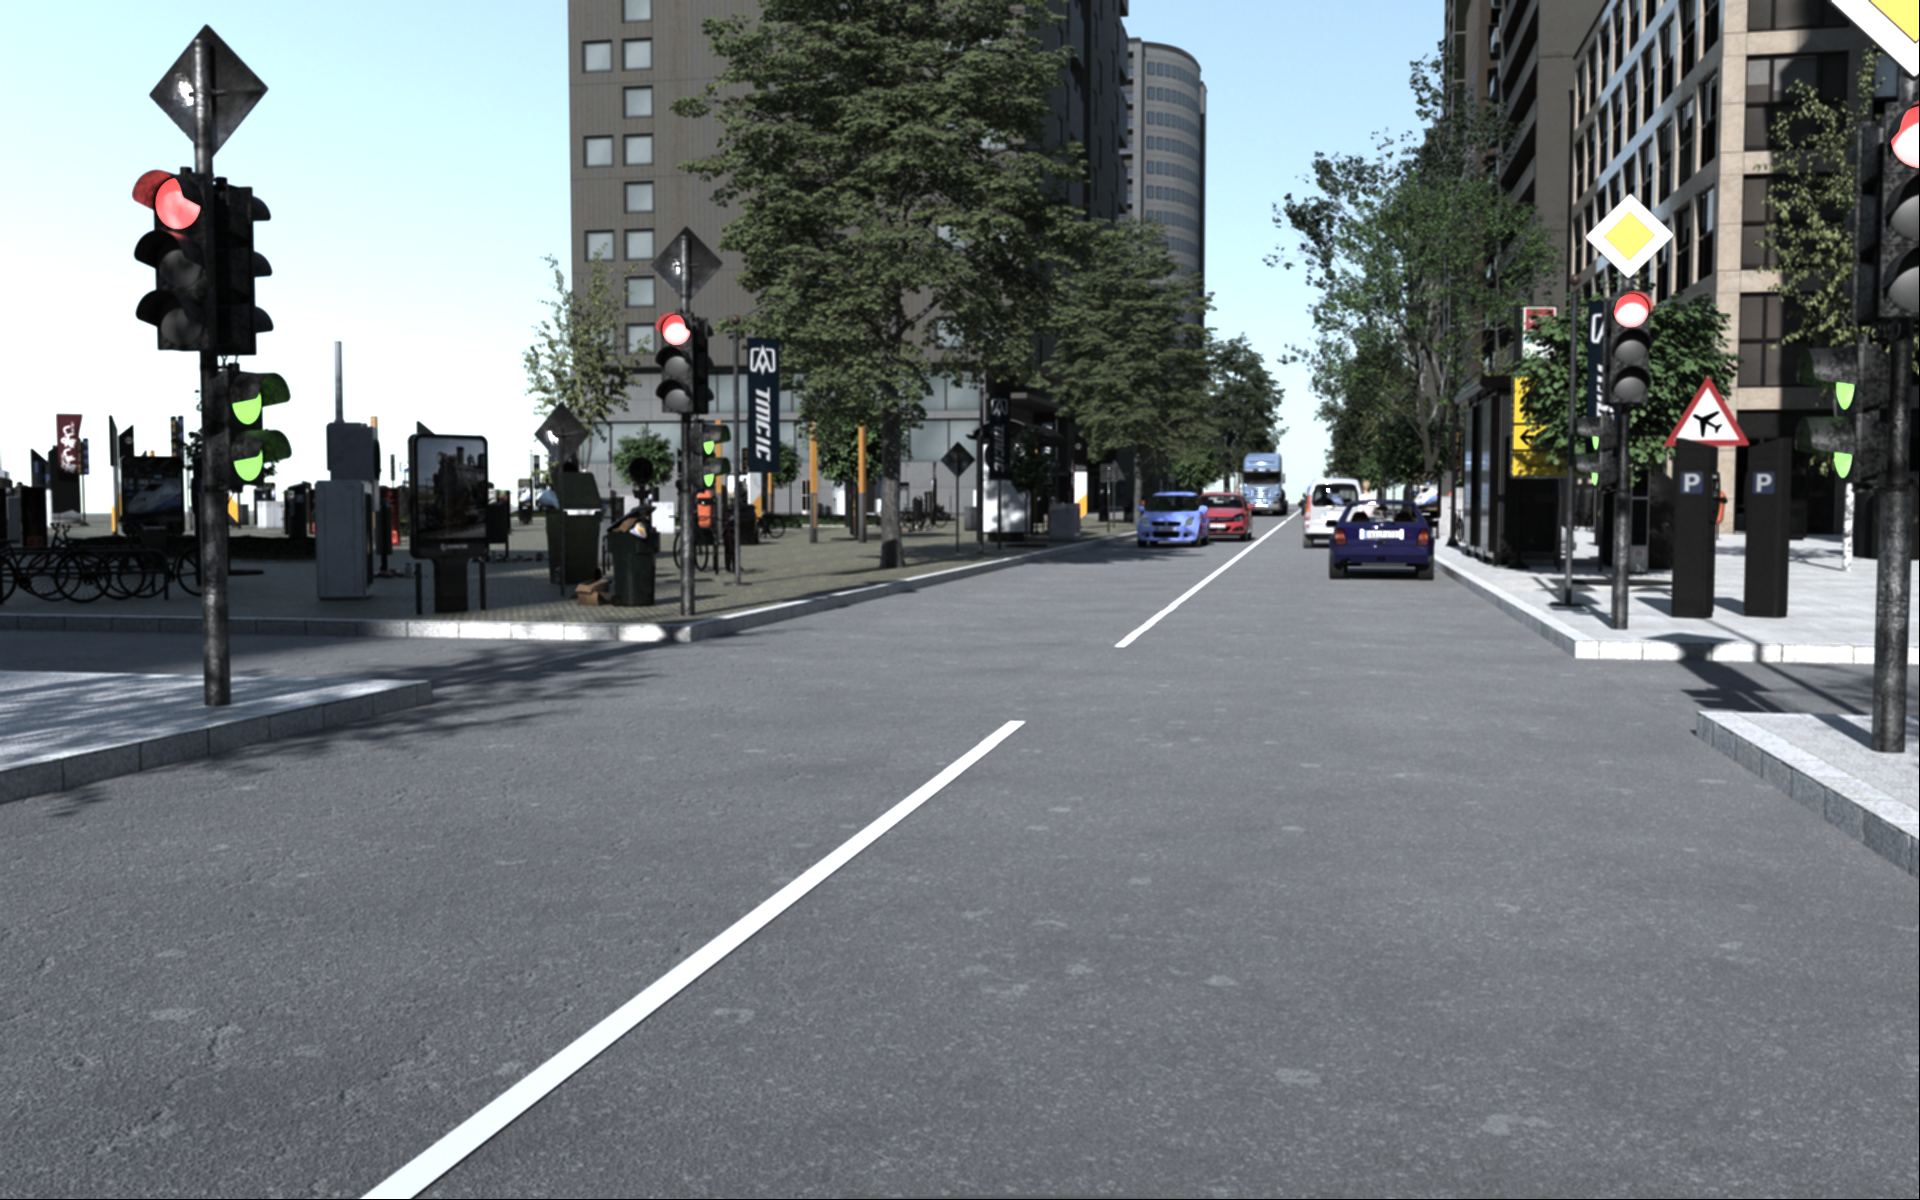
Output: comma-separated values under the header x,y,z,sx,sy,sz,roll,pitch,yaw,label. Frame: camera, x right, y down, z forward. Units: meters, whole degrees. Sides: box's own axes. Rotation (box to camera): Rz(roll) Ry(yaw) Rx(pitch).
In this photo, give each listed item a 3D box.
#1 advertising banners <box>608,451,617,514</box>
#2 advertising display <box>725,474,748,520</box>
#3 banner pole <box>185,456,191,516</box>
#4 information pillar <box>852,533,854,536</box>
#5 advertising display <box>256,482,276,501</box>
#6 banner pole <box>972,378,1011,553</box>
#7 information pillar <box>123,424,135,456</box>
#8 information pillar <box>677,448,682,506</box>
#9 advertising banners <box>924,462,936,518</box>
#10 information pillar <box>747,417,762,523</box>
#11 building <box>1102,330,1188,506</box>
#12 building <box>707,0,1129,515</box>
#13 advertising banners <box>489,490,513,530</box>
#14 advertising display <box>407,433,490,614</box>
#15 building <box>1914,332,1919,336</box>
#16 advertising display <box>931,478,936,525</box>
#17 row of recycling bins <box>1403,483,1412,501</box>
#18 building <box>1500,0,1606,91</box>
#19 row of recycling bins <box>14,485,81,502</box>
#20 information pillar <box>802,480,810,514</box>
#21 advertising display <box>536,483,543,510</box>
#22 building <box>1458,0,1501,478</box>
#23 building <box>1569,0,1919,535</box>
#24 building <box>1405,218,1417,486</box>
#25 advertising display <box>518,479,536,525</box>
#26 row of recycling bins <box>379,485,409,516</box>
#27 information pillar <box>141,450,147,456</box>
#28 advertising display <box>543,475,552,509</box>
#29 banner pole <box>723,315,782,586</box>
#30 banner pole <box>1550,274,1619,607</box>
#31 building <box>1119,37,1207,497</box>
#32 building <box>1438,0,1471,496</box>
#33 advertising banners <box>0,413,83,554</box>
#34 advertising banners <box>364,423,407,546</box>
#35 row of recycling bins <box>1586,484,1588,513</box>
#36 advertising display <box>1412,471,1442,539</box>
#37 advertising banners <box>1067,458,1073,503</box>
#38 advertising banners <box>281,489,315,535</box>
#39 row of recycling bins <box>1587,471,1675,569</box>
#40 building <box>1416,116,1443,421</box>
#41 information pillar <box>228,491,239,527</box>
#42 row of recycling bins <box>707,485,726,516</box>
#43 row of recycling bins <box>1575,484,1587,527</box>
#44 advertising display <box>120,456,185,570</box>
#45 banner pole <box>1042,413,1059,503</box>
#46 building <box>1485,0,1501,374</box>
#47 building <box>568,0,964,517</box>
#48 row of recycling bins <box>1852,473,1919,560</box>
x,y,z,sx,sy,sz,roll,pitch,yaw,label
-14.367,-4.609,71.547,0.090,3.025,2.074,0,4,-3,advertising banners
-6.945,-3.044,54.981,0.974,1.923,0.123,-1,4,-18,advertising display
-45.742,-6.894,102.736,0.401,3.779,0.863,-3,5,-42,banner pole
-3.222,-3.778,53.127,0.183,3.616,0.504,0,4,-3,information pillar
-38.336,-5.535,95.703,0.974,1.923,0.123,-2,4,-26,advertising display
0.698,-2.907,37.552,0.863,3.779,0.401,0,4,-1,banner pole
-27.771,-4.064,57.796,0.504,3.616,0.183,-1,4,-18,information pillar
-14.051,-5.887,87.612,0.504,3.616,0.183,1,4,9,information pillar
-1.586,-5.977,93.908,0.090,3.025,2.074,1,4,17,advertising banners
-6.266,-3.755,52.744,0.183,3.616,0.504,3,5,44,information pillar
11.557,-21.736,200.426,27.650,21.520,28.899,1,4,12,building
-1.316,-33.497,136.914,28.713,52.752,27.495,1,4,12,building
-16.260,-3.832,58.844,2.074,3.025,0.090,0,4,-6,advertising banners
-5.543,-0.832,18.818,0.123,1.923,0.974,3,4,36,advertising display
40.789,-15.238,25.555,44.131,29.872,17.030,1,4,12,building
-1.091,-4.053,71.478,0.123,1.923,0.974,0,4,-8,advertising display
15.845,-3.217,59.709,1.069,1.692,3.534,1,4,18,row of recycling bins
42.560,-28.994,97.758,21.300,48.544,21.600,1,4,12,building
-41.623,-4.401,79.069,1.069,1.692,3.534,1,4,17,row of recycling bins
-7.864,-5.137,88.474,0.304,2.012,0.304,2,4,34,information pillar
-23.883,-5.714,98.641,0.974,1.923,0.123,3,5,44,advertising display
49.991,-30.322,145.868,14.600,45.320,14.200,1,4,12,building
36.909,-16.198,69.357,19.350,26.468,34.151,1,4,12,building
67.851,-33.733,235.136,14.154,41.232,14.086,1,4,12,building
-18.146,-4.107,72.358,0.974,1.923,0.123,3,5,45,advertising display
-27.711,-4.565,81.745,3.534,1.692,1.069,0,4,-5,row of recycling bins
-43.344,-6.158,92.038,0.504,3.616,0.183,2,4,29,information pillar
-13.054,-3.135,56.474,0.974,1.923,0.123,1,4,19,advertising display
-2.927,-2.106,24.453,0.863,3.779,0.401,-1,4,-21,banner pole
7.232,-1.824,19.837,0.863,3.779,0.401,0,4,-2,banner pole
20.524,-41.868,226.545,21.231,58.520,28.212,1,4,12,building
63.298,-46.312,195.458,20.563,71.187,20.611,1,4,12,building
-20.069,-2.523,37.438,2.074,3.025,0.090,-1,4,-20,advertising banners
-14.115,-2.859,42.927,2.074,3.025,0.090,-1,4,-21,advertising banners
16.072,-2.102,41.473,1.069,1.692,3.534,0,4,6,row of recycling bins
13.319,-2.708,49.485,0.123,1.923,0.974,-2,4,-34,advertising display
5.429,-5.438,85.094,0.090,3.025,2.074,0,4,-2,advertising banners
-20.532,-3.607,55.158,2.074,3.025,0.090,-2,4,-32,advertising banners
12.122,-1.471,31.164,1.069,1.692,3.534,1,4,13,row of recycling bins
68.608,-36.261,216.563,21.300,48.544,21.600,1,4,12,building
-28.065,-4.619,66.879,0.504,3.616,0.183,1,4,22,information pillar
-10.774,-4.286,77.194,1.069,1.692,3.534,0,4,-3,row of recycling bins
24.966,-3.776,68.857,1.069,1.692,3.534,0,4,-3,row of recycling bins
-13.726,-1.483,29.466,0.974,1.923,0.123,-2,4,-34,advertising display
2.812,-3.877,53.398,0.401,3.779,0.863,-3,5,-44,banner pole
49.742,-30.775,122.787,23.786,49.044,30.456,1,4,12,building
-6.904,-31.853,110.043,28.713,52.752,27.495,1,4,12,building
18.730,-1.715,35.151,1.069,1.692,3.534,1,4,19,row of recycling bins
